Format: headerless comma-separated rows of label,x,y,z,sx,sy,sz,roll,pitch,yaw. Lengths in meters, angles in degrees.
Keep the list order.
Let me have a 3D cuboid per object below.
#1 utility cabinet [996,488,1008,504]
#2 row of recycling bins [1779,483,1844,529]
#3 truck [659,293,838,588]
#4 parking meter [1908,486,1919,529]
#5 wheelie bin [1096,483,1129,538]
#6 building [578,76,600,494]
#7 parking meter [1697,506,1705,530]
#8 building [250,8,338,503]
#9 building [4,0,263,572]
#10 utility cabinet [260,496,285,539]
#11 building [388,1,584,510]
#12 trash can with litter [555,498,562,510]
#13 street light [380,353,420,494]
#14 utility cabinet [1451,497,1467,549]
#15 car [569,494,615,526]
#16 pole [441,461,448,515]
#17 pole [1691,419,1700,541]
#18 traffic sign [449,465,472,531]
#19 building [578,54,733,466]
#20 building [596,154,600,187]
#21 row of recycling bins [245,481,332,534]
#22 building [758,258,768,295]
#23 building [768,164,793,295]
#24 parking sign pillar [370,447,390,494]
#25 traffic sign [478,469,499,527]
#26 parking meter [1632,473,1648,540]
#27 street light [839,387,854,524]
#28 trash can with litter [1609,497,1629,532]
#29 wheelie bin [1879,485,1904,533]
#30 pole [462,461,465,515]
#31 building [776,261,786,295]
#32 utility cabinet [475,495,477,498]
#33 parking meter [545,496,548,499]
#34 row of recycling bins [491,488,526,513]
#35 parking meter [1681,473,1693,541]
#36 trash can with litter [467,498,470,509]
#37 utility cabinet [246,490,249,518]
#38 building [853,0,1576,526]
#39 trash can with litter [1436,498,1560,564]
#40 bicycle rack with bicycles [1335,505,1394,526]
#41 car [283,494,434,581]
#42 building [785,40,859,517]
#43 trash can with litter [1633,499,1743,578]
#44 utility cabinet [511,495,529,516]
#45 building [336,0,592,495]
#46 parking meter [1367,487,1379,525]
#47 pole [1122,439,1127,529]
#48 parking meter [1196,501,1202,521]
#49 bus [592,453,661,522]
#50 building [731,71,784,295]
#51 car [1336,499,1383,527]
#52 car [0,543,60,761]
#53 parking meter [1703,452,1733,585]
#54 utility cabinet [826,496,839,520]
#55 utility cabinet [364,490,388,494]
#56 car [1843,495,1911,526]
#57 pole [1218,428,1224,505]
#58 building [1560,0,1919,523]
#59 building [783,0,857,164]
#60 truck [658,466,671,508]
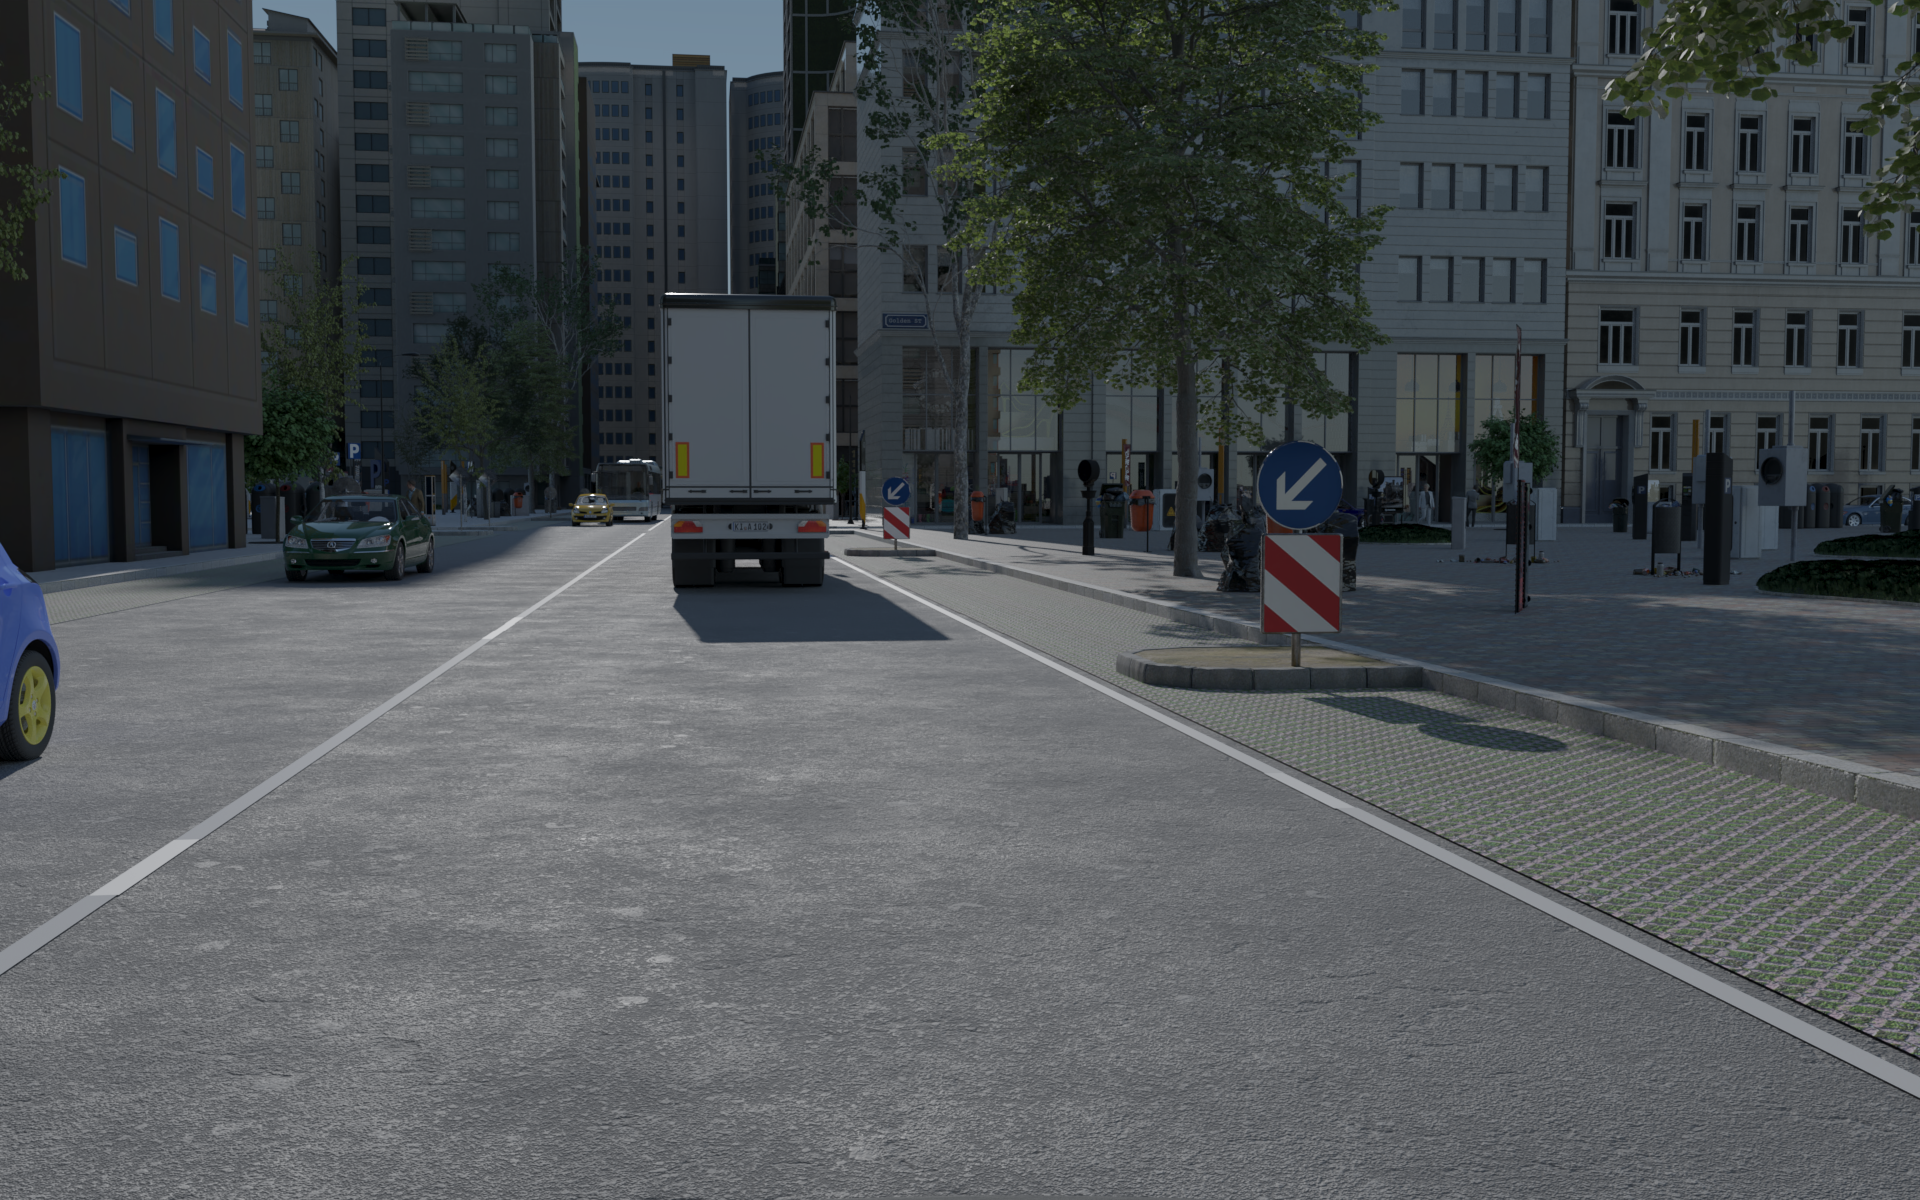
utility cabinet,1.444,-3.173,60.558,0.318,1.500,1.173,0,4,7
row of recycling bins,31.863,-3.535,64.903,3.534,1.692,1.069,-2,4,-34
truck,-3.726,-2.508,29.920,2.839,4.237,11.283,0,4,-8
parking meter,27.083,-2.487,49.069,0.372,1.533,0.369,0,3,0
wheelie bin,4.451,-2.591,50.267,0.980,1.594,0.693,-1,4,-12
building,-45.538,-32.530,181.970,14.600,45.320,14.200,-1,4,-8
parking meter,26.501,-3.264,61.773,0.372,1.533,0.369,0,3,0
building,-83.486,-37.124,196.215,27.495,52.752,28.713,-1,4,-8
building,-22.634,-23.395,32.622,14.600,45.320,14.200,-1,4,-8
utility cabinet,-19.780,-2.367,49.863,1.020,1.237,0.306,3,5,45
building,-39.993,-28.395,147.847,14.154,41.232,14.086,-1,4,-8
trash can with litter,-32.064,-7.688,137.090,1.055,1.170,0.624,-3,5,-45
street light,-18.424,-5.160,56.912,1.470,5.913,1.316,-1,4,-8
utility cabinet,11.742,-1.809,40.736,0.306,1.237,1.020,1,4,19
car,-16.569,-4.151,78.098,2.015,1.641,3.980,-1,4,-9
pole,-31.682,-6.872,106.207,0.158,3.312,0.155,0,3,0
pole,20.110,-3.276,47.407,0.158,3.312,0.155,0,3,0
traffic sign,-17.405,-3.472,60.415,0.795,2.450,0.064,-1,4,-8
building,-45.647,-42.344,234.329,28.212,58.520,21.231,-1,4,-8
building,-55.641,-33.586,203.754,28.867,44.769,22.147,-1,4,-8
row of recycling bins,-21.904,-2.960,55.511,3.534,1.692,1.069,0,4,-1
building,-17.836,-27.011,213.334,14.160,30.474,14.107,-1,4,-8
building,-9.489,-23.451,155.126,14.160,30.474,14.107,-1,4,-8
parking sign pillar,-32.868,-6.710,98.185,1.447,3.967,1.447,3,5,41
traffic sign,-18.575,-3.955,68.314,0.795,2.450,0.064,-1,4,-8
parking meter,19.186,-2.641,48.897,0.399,1.863,0.255,1,4,10
street light,-5.203,-6.187,73.694,1.470,5.913,1.316,-1,4,-8
trash can with litter,22.159,-2.863,58.193,0.624,1.170,1.055,2,4,25
wheelie bin,30.911,-3.031,57.467,0.693,1.594,0.980,1,4,17
pole,-30.833,-6.953,107.530,0.158,3.312,0.155,0,3,0
building,-8.061,-18.852,137.901,12.332,23.373,15.834,-1,4,-8
utility cabinet,-35.599,-7.208,129.019,1.020,1.237,0.306,-2,4,-33
parking meter,-29.869,-7.157,125.426,0.372,1.533,0.369,0,3,0
row of recycling bins,-30.745,-6.694,116.560,1.069,1.692,3.534,3,5,40
parking meter,19.805,-2.538,47.202,0.255,1.863,0.399,1,4,22
trash can with litter,-31.809,-6.168,112.227,1.055,1.170,0.624,1,4,9
utility cabinet,-38.596,-5.142,92.744,1.173,1.500,0.318,2,4,30
building,10.601,-18.326,77.118,29.804,29.767,11.434,-1,4,-8
trash can with litter,10.107,-1.311,32.491,2.233,1.210,1.678,1,4,17
bicycle rack with bicycles,12.835,-2.666,56.978,2.852,0.926,2.925,3,5,41
car,-10.340,-1.115,30.029,2.131,1.459,4.920,0,4,-7
building,-0.906,-18.883,113.248,19.350,26.468,34.151,-1,4,-8
trash can with litter,11.601,-1.003,27.464,2.233,1.210,1.678,-1,4,-18
utility cabinet,-25.837,-5.536,101.672,1.020,1.237,0.306,-2,4,-28
building,-45.969,-44.361,163.555,20.563,71.187,20.611,-1,4,-8
parking meter,14.361,-3.170,60.245,0.372,1.533,0.369,0,3,0
pole,6.092,-4.305,64.224,0.158,3.312,0.155,0,3,0
parking meter,8.829,-3.562,63.951,0.255,1.863,0.399,0,4,-7
bus,-17.368,-5.892,91.199,2.948,3.499,13.247,0,4,-7
building,-17.299,-42.605,238.596,28.212,58.520,21.231,-1,4,-8
car,14.532,-3.388,67.969,3.894,1.354,1.945,-1,4,-9
car,-5.647,0.100,7.957,1.945,1.707,3.694,0,4,-7
parking meter,10.739,-1.151,24.534,0.399,1.863,0.255,-3,5,-45
utility cabinet,-6.469,-4.684,87.739,0.306,1.237,1.020,-2,4,-27
utility cabinet,-29.722,-4.859,88.129,1.173,1.500,0.318,1,4,13
car,38.681,-3.755,73.401,4.499,1.417,2.014,-1,4,-10
pole,8.032,-3.637,53.301,0.158,3.312,0.155,0,3,0
building,35.060,-18.132,82.366,20.117,28.700,13.634,-1,4,-8
building,-8.962,-44.858,171.677,20.563,71.187,20.611,-1,4,-8
truck,-30.150,-11.571,178.103,2.839,4.237,11.283,-1,4,-9
